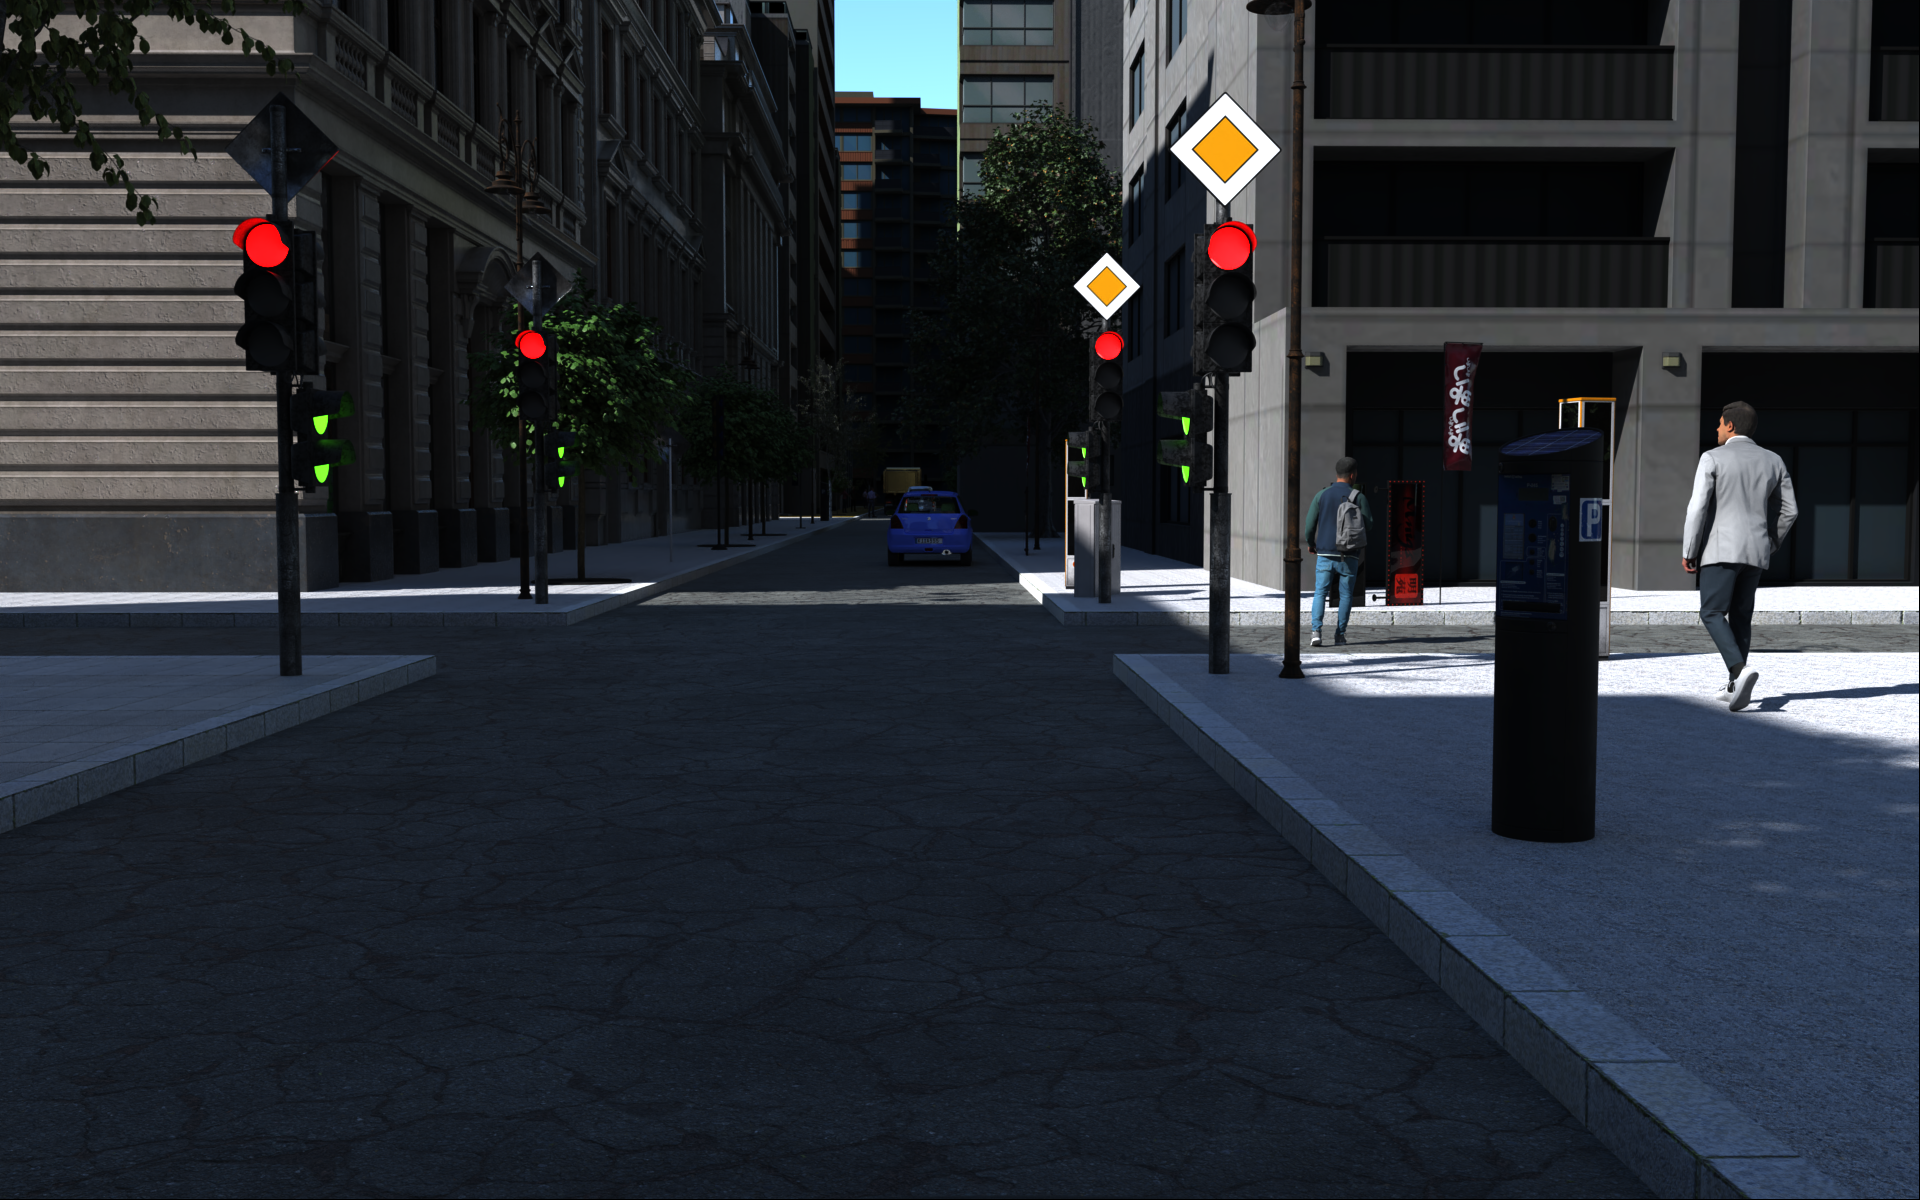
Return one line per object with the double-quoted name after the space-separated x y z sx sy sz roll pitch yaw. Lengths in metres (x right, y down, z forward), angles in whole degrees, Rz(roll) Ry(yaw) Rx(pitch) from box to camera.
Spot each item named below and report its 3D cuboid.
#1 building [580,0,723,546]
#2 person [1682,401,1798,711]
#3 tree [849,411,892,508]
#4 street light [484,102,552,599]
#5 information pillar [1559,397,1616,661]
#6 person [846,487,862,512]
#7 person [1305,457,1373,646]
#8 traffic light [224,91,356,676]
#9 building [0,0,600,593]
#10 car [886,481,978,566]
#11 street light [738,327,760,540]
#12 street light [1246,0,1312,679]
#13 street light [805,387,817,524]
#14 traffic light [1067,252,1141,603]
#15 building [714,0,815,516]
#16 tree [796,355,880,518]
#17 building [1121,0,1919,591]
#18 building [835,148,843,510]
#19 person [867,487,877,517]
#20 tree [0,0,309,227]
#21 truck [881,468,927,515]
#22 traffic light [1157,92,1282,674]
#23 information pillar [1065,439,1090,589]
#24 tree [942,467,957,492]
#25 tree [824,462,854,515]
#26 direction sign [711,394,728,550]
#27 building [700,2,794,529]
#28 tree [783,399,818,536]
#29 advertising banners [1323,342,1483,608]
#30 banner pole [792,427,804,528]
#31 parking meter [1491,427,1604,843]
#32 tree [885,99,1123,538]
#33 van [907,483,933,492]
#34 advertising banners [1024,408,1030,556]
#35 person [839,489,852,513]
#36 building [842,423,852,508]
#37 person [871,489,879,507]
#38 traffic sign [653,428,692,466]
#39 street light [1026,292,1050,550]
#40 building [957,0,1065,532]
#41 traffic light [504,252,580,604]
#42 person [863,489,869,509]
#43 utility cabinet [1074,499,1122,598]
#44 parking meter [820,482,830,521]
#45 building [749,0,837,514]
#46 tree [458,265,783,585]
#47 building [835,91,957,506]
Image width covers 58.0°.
-14.041 -13.175 51.568 11.583 22.565 21.152 0 4 -1 "building"
4.708 -0.277 10.413 0.661 1.843 0.795 0 4 -3 "person"
-7.981 -12.313 151.684 4.737 8.622 4.395 0 3 0 "tree"
-5.322 -2.950 21.018 0.468 5.910 1.993 0 4 -1 "street light"
4.820 -0.543 13.371 0.304 2.012 0.304 -1 4 -13 "information pillar"
-7.748 -7.331 126.042 1.348 1.807 0.705 -2 4 -24 "person"
3.578 -0.460 16.370 0.623 1.781 0.721 1 4 10 "person"
-4.723 -1.421 12.151 0.839 4.253 0.868 0 4 -1 "traffic light"
-13.481 -12.365 31.040 11.050 23.489 19.941 0 4 -1 "building"
-0.590 -1.601 35.771 1.945 1.707 3.694 0 4 1 "car"
-5.836 -4.607 48.108 0.468 5.910 1.993 0 4 -1 "street light"
2.321 -2.394 11.936 0.468 5.910 1.993 0 4 -1 "street light"
-6.411 -6.258 75.113 0.468 5.910 1.993 0 4 -1 "street light"
1.686 -1.918 20.275 0.839 4.253 0.868 0 4 -1 "traffic light"
-16.055 -20.237 102.581 14.160 30.474 14.107 0 4 -1 "building"
-6.704 -8.681 92.291 4.360 8.622 3.978 0 3 0 "tree"
14.370 -36.257 31.059 20.611 71.187 20.563 0 4 -1 "building"
-16.773 -22.417 138.223 14.160 30.474 14.107 0 4 -1 "building"
-5.346 -5.984 106.206 0.709 1.838 0.599 2 4 30 "person"
-5.280 -3.585 8.971 4.737 8.622 4.395 0 3 0 "tree"
-4.108 -7.896 125.023 3.469 3.379 9.791 0 4 -1 "truck"
1.837 -1.429 12.291 0.839 4.253 0.868 0 4 -1 "traffic light"
1.593 -1.157 23.404 0.304 2.012 0.304 1 4 12 "information pillar"
-0.139 -11.573 172.926 4.285 4.588 4.351 0 3 0 "tree"
-7.554 -6.779 105.433 1.663 3.219 1.824 0 3 0 "tree"
-5.542 -2.921 39.760 0.379 3.537 0.876 -2 4 -24 "direction sign"
-14.651 -14.211 74.143 13.314 21.916 24.055 0 4 -1 "building"
-5.806 -3.585 42.331 4.285 4.588 4.351 0 3 0 "tree"
5.072 -1.443 19.782 2.074 3.025 0.090 -1 4 -19 "advertising banners"
-6.094 -4.579 64.879 0.401 3.779 0.863 -3 4 -37 "banner pole"
2.204 0.117 6.505 0.372 1.533 0.369 0 3 0 "parking meter"
2.590 -8.175 50.676 9.611 12.733 9.660 0 3 0 "tree"
-2.120 -5.266 93.116 2.013 2.044 4.112 0 4 0 "van"
1.407 -2.453 36.294 0.090 3.025 2.074 0 4 1 "advertising banners"
-7.855 -6.842 118.632 1.217 1.743 0.721 3 5 40 "person"
-25.854 -51.578 155.979 31.000 86.520 22.319 0 4 -1 "building"
-8.554 -10.067 170.638 1.348 1.824 0.705 -1 4 -11 "person"
-5.465 -2.011 32.621 0.795 2.593 0.064 0 4 0 "traffic sign"
1.778 -4.102 39.856 0.468 5.910 1.993 0 4 -1 "street light"
6.883 -23.248 63.702 14.154 41.232 14.086 0 4 -1 "building"
-4.874 -1.909 20.135 0.839 4.253 0.868 0 4 -1 "traffic light"
-8.165 -8.764 150.271 0.436 1.711 0.756 -1 4 -21 "person"
1.754 -0.659 21.942 0.306 1.237 1.020 2 4 24 "utility cabinet"
-6.442 -4.701 82.578 0.399 1.863 0.255 2 4 25 "parking meter"
-19.843 -30.341 119.782 21.300 48.544 21.600 0 4 -1 "building"
-5.444 -2.521 24.935 4.285 4.588 4.351 0 3 0 "tree"
-13.417 -32.831 191.410 28.867 44.769 22.147 0 4 -1 "building"
